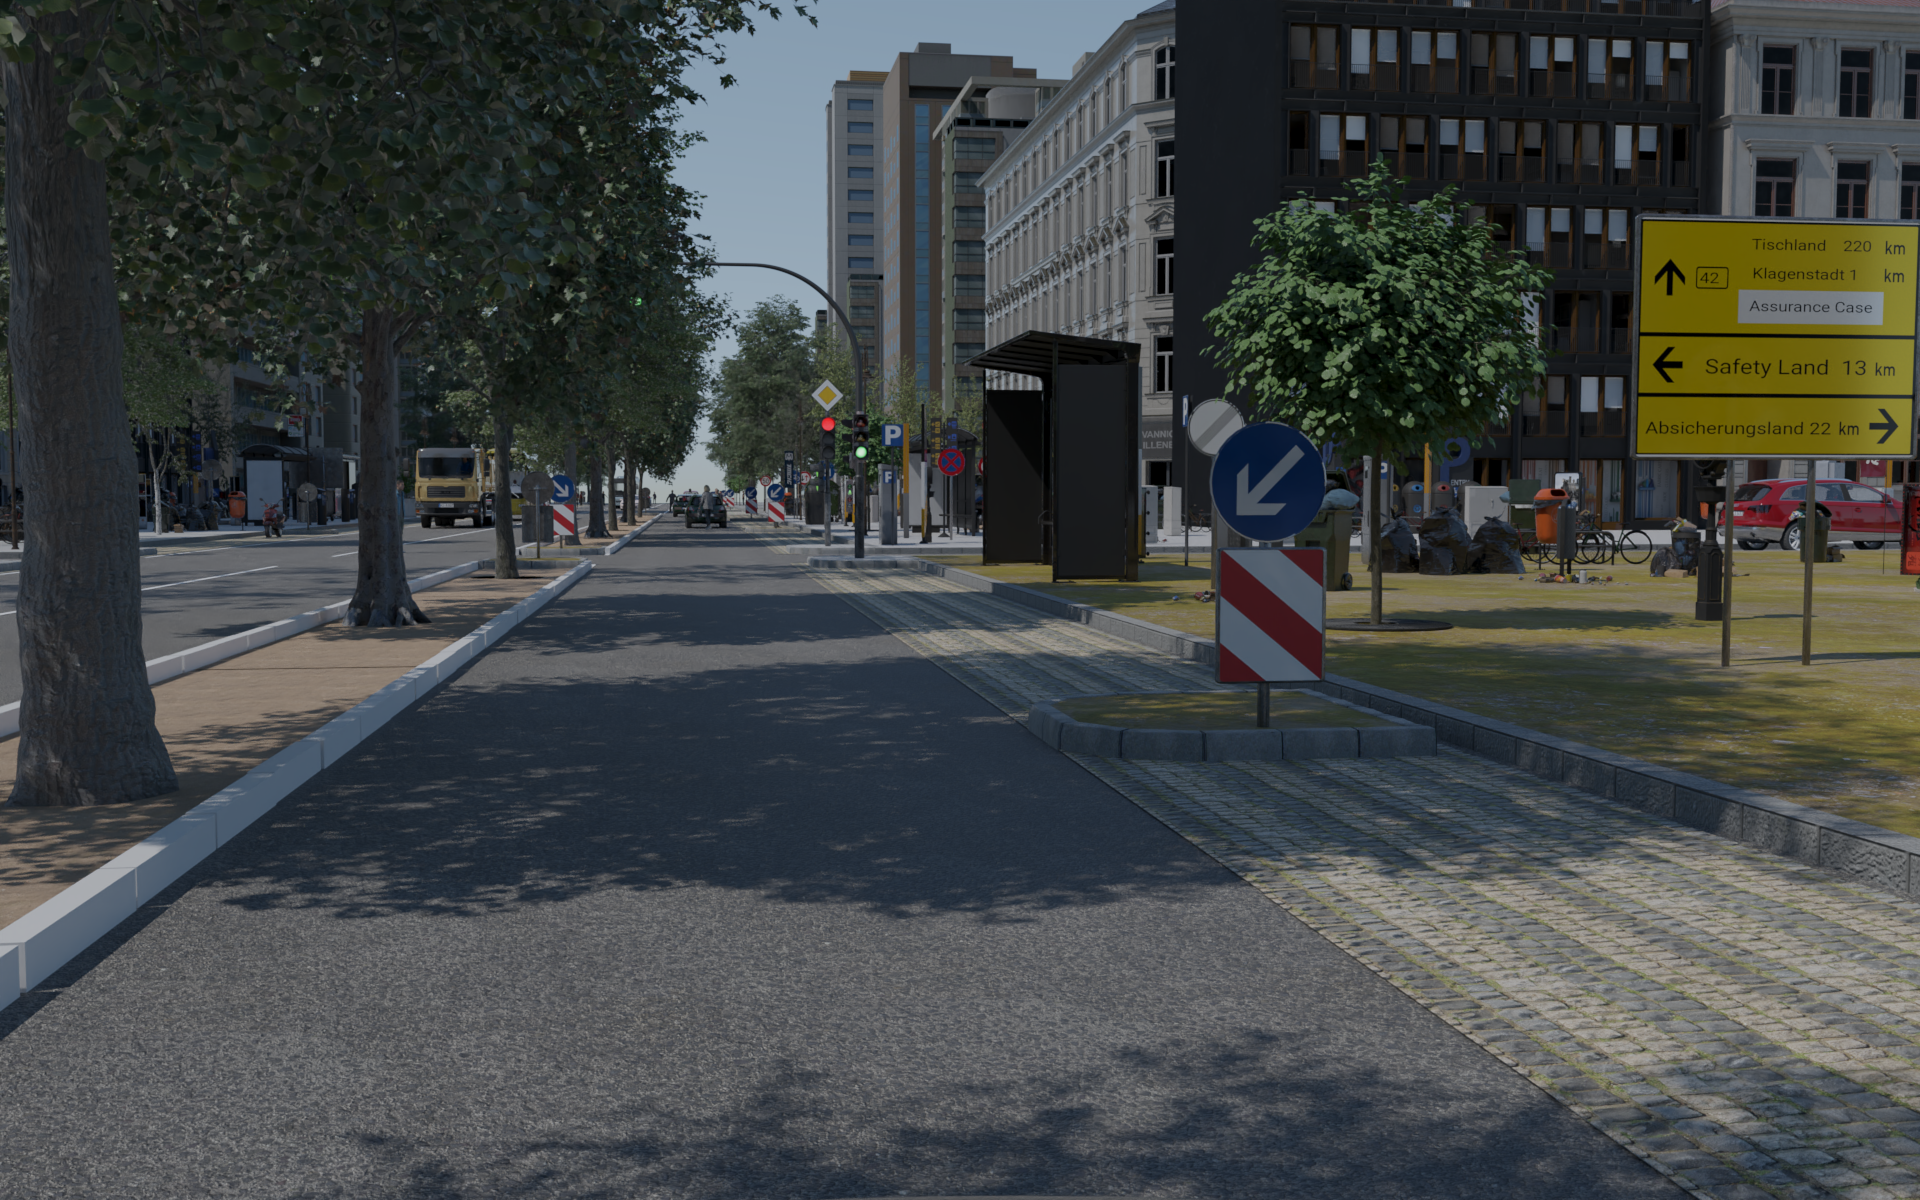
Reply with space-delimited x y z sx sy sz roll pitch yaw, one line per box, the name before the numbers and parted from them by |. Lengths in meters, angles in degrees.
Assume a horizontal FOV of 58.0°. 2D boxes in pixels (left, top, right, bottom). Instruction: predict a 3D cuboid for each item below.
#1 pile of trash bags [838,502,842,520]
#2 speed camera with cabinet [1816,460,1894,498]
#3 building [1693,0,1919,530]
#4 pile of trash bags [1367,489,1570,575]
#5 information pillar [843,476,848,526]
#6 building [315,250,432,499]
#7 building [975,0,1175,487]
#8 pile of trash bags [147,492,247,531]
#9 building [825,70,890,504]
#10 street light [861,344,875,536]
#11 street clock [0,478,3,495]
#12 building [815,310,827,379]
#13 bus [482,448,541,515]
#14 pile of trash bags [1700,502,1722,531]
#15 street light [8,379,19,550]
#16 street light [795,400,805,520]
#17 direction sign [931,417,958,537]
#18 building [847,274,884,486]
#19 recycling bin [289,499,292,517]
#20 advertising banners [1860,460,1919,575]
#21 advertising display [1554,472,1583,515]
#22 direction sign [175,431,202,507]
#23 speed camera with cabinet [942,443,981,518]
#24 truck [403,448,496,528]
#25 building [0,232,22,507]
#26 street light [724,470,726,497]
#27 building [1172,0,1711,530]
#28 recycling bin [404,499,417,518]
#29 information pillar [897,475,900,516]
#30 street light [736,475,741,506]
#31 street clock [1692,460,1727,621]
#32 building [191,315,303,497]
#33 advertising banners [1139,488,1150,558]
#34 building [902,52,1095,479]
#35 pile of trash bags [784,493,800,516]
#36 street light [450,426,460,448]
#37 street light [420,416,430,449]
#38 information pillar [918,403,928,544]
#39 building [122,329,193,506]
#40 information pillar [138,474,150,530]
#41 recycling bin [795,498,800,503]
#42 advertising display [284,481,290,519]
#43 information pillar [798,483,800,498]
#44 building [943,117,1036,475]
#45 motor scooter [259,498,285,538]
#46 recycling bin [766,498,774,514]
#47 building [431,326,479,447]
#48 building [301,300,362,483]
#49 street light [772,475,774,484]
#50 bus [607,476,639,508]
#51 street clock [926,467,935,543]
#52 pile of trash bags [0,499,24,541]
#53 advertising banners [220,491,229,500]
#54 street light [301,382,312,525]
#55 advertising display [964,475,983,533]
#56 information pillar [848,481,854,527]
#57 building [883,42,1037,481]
pile of trash bags | -4.994 -4.653 85.834 1.912 1.369 3.447 -1 4 -11
speed camera with cabinet | 24.612 -3.269 47.779 0.660 3.252 2.038 -2 4 -34
building | 35.944 -14.133 67.224 21.152 22.565 11.583 -1 4 -9
pile of trash bags | 8.563 -1.147 28.504 3.447 1.369 1.912 -1 4 -21
information pillar | -4.501 -4.720 68.530 0.183 3.616 0.504 -1 4 -10
building | -79.938 -32.125 217.125 32.217 40.220 23.993 -1 4 -9
building | 12.811 -19.705 98.591 17.030 29.872 44.131 -1 4 -9
pile of trash bags | -26.522 -3.116 60.699 3.447 1.369 1.912 1 4 14
building | -8.602 -43.246 249.075 21.231 58.520 28.212 -1 4 -9
street light | -2.922 -4.928 53.360 0.468 5.910 1.993 -1 4 -9
street clock | -39.316 -4.044 70.688 0.471 2.002 0.358 -2 4 -26
building | -15.753 -30.534 270.924 14.160 30.474 14.107 -1 4 -9
bus | -24.795 -6.361 95.549 2.896 3.916 12.252 -1 4 -10
pile of trash bags | 26.490 -3.003 58.844 3.447 1.369 1.912 -2 4 -24
street light | -21.870 -4.106 39.918 0.468 5.910 1.993 -1 4 -9
street light | -7.811 -6.854 84.843 0.468 5.910 1.993 -1 4 -9
direction sign | -0.472 -3.632 51.381 0.876 3.537 0.379 2 4 25
building | -8.067 -27.933 228.398 14.160 30.474 14.107 -1 4 -9
recycling bin | -37.788 -5.189 97.390 0.722 1.027 0.722 2 4 24
advertising banners | 15.119 -1.897 27.209 2.074 3.025 0.090 3 5 43
advertising display | 17.610 -2.751 50.192 0.123 1.923 0.974 -2 4 -26
direction sign | -27.713 -4.300 62.301 0.876 3.537 0.379 0 4 -7
speed camera with cabinet | -0.164 -4.507 68.029 2.038 3.252 0.660 -2 4 -27
truck | -21.819 -4.849 75.201 3.469 3.379 9.791 -1 4 -10
building | -49.707 -17.929 79.036 13.634 28.700 20.117 -1 4 -9
street light | -37.179 -18.448 274.414 0.468 5.910 1.993 -1 4 -9
building | 17.457 -14.436 65.702 15.834 23.373 12.332 -1 4 -9
recycling bin | -30.329 -5.051 95.130 0.722 1.027 0.722 -3 4 -38
information pillar | -3.572 -6.602 99.296 0.183 3.616 0.504 -1 4 -20
street light | -27.116 -14.517 210.138 0.468 5.910 1.993 -1 4 -9
street clock | 7.603 -0.792 17.525 0.358 2.002 0.471 -1 4 -11
building | -59.435 -30.358 120.050 21.300 48.544 21.600 -1 4 -9
advertising banners | 3.058 -2.315 34.039 0.090 3.025 2.074 3 5 45
building | 11.377 -28.432 156.744 32.217 40.220 23.993 -1 4 -9
pile of trash bags | -9.583 -5.682 102.654 1.912 1.369 3.447 -2 4 -32
street light | -33.748 -8.743 115.743 0.468 5.910 1.993 -1 4 -9
street light | -31.703 -7.948 102.741 0.468 5.910 1.993 -1 4 -9
information pillar | -0.932 -3.277 44.941 0.183 3.616 0.504 0 4 6
building | -52.052 -16.374 97.391 12.332 23.373 15.834 -1 4 -9
information pillar | -29.656 -3.560 62.694 0.304 2.012 0.304 3 5 44
recycling bin | -10.672 -6.220 114.259 0.722 1.027 0.722 -2 4 -29
advertising display | -34.895 -5.112 88.796 0.974 1.923 0.123 -2 4 -27
information pillar | -10.786 -6.876 116.912 0.304 2.012 0.304 -1 4 -16
building | 5.469 -22.335 136.886 14.160 30.474 14.107 -1 4 -9
motor scooter | -22.674 -2.719 57.228 0.815 1.314 1.986 -1 4 -9
recycling bin | -12.308 -6.215 114.168 0.722 1.027 0.722 -3 5 -44
building | -81.913 -39.965 242.664 28.713 52.752 27.495 -1 4 -9
building | -66.681 -18.362 145.257 27.650 21.520 28.899 -1 4 -9
street light | -12.563 -8.776 116.281 0.468 5.910 1.993 -1 4 -9
bus | -33.237 -10.832 171.956 2.948 3.499 13.247 -1 4 -9
street clock | -0.832 -2.512 45.646 0.358 2.002 0.471 0 4 -1
pile of trash bags | -25.999 -2.391 48.844 1.912 1.369 3.447 2 4 32
advertising banners | -40.228 -6.006 94.385 0.090 3.025 2.074 3 5 41
street light | -26.850 -6.026 71.320 0.468 5.910 1.993 -1 4 -9
advertising display | 0.481 -3.206 57.639 0.974 1.923 0.123 3 5 42
information pillar | -4.081 -4.639 67.204 0.183 3.616 0.504 1 4 11
building | -0.027 -32.049 174.113 14.600 45.320 14.200 -1 4 -9
